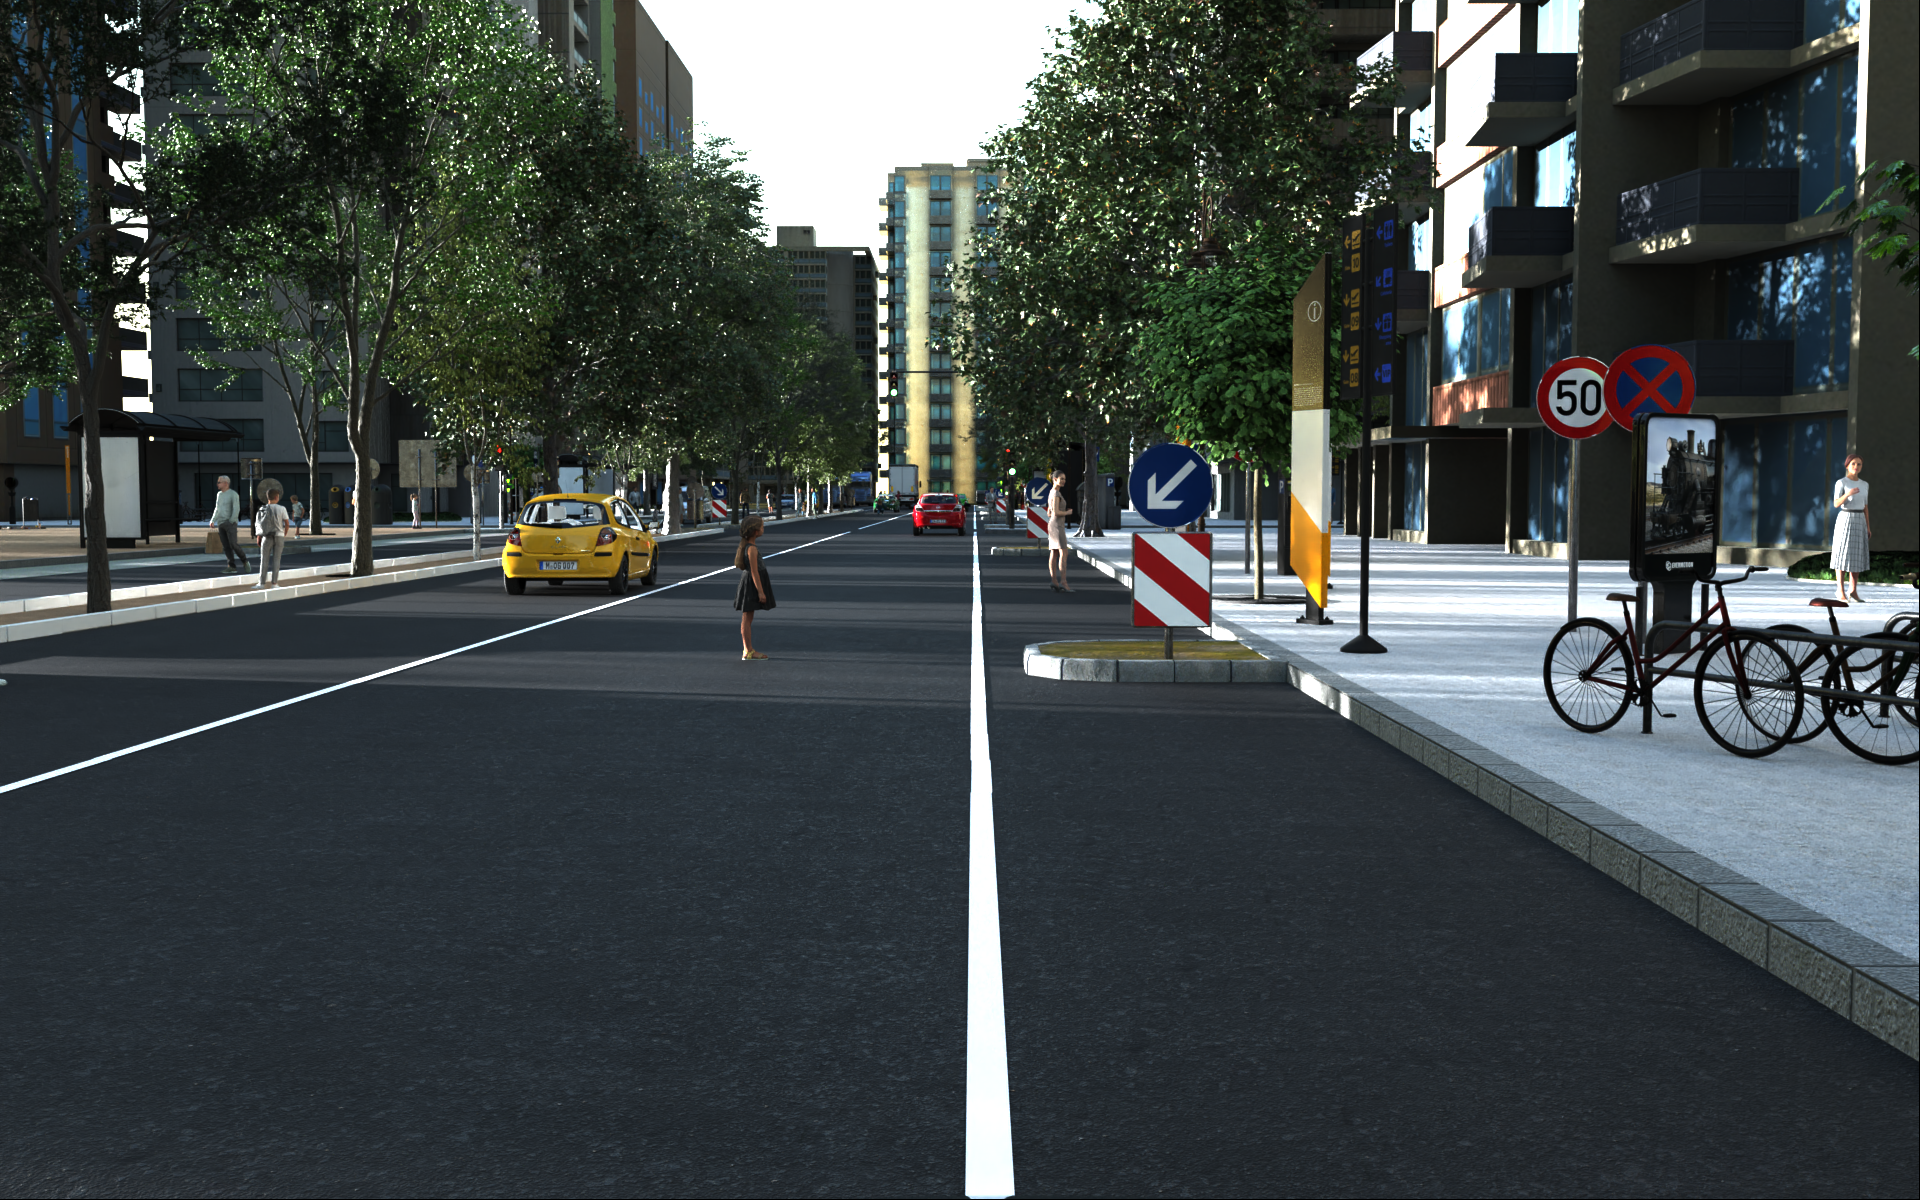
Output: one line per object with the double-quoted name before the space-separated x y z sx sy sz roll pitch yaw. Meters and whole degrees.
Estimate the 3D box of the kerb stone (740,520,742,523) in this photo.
"kerb stone" -10.835 -3.938 86.580 0.120 0.150 1.000 0 4 0

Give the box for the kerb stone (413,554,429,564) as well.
"kerb stone" -11.250 -0.827 35.799 0.120 0.150 1.000 0 4 0

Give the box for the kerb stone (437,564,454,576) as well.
"kerb stone" -9.189 -0.514 30.606 0.120 0.150 1.000 0 4 0

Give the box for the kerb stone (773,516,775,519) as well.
"kerb stone" -10.739 -4.627 97.850 0.120 0.150 1.000 0 4 0

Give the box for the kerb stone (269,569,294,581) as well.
"kerb stone" -11.304 -0.394 28.636 0.120 0.150 1.000 0 4 0

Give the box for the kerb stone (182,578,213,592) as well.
"kerb stone" -11.334 -0.204 25.555 0.120 0.150 1.000 0 4 0

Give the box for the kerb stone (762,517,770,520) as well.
"kerb stone" -10.753 -4.502 95.806 0.120 0.150 1.000 0 4 0

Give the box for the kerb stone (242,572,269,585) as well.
"kerb stone" -11.317 -0.329 27.614 0.120 0.150 1.000 0 4 0

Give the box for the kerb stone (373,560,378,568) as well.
"kerb stone" -11.271 -0.644 32.726 0.120 0.150 1.000 0 4 0

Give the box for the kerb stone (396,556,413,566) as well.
"kerb stone" -11.259 -0.767 34.777 0.120 0.150 1.000 0 4 0

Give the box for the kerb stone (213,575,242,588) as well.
"kerb stone" -11.326 -0.268 26.582 0.120 0.150 1.000 0 4 0

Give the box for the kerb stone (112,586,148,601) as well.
"kerb stone" -11.351 -0.072 23.500 0.120 0.150 1.000 0 4 0

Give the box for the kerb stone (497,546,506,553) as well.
"kerb stone" -11.196 -1.208 41.939 0.120 0.150 1.000 0 4 0

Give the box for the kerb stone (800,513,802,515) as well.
"kerb stone" -10.609 -5.565 113.225 0.120 0.150 1.000 0 4 0

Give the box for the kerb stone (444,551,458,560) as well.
"kerb stone" -11.231 -0.957 37.842 0.120 0.150 1.000 0 4 0

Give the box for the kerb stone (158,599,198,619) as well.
"kerb stone" -9.279 0.111 20.374 0.120 0.150 1.000 0 4 0

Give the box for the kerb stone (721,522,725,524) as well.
"kerb stone" -10.895 -3.435 78.365 0.120 0.150 1.000 0 4 0

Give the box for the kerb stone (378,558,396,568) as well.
"kerb stone" -11.273 -0.707 33.748 0.120 0.150 1.000 0 4 0

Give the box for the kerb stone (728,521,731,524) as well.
"kerb stone" -10.876 -3.561 80.411 0.120 0.150 1.000 0 4 0

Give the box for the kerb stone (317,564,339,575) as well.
"kerb stone" -11.290 -0.519 30.682 0.120 0.150 1.000 0 4 0

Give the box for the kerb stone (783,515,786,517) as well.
"kerb stone" -10.687 -5.003 104.008 0.120 0.150 1.000 0 4 0

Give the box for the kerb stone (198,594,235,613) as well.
"kerb stone" -9.265 0.048 21.404 0.120 0.150 1.000 0 4 0

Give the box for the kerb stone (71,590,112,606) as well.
"kerb stone" -11.355 -0.016 22.478 0.120 0.150 1.000 0 4 0

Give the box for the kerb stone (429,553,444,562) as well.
"kerb stone" -11.243 -0.894 36.820 0.120 0.150 1.000 0 4 0

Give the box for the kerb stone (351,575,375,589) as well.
"kerb stone" -9.225 -0.264 26.518 0.120 0.150 1.000 0 4 0

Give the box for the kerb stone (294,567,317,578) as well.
"kerb stone" -11.300 -0.456 29.657 0.120 0.150 1.000 0 4 0

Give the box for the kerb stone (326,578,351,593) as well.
"kerb stone" -9.237 -0.202 25.495 0.120 0.150 1.000 0 4 0

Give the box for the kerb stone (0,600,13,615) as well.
"kerb stone" -11.381 0.108 20.429 0.120 0.150 1.000 0 4 0

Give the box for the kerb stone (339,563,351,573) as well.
"kerb stone" -11.280 -0.582 31.704 0.120 0.150 1.000 0 4 0

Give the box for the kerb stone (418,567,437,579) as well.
"kerb stone" -9.199 -0.446 29.584 0.120 0.150 1.000 0 4 0

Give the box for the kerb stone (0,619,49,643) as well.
"kerb stone" -9.294 0.299 17.309 0.120 0.150 1.000 0 4 0

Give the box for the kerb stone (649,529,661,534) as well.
"kerb stone" -11.026 -2.462 62.452 0.120 0.150 1.000 0 4 0

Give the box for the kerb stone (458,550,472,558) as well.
"kerb stone" -11.224 -1.019 38.864 0.120 0.150 1.000 0 4 0

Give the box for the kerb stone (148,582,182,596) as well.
"kerb stone" -11.342 -0.138 24.526 0.120 0.150 1.000 0 4 0

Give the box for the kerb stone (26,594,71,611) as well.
"kerb stone" -11.367 0.045 21.456 0.120 0.150 1.000 0 4 0

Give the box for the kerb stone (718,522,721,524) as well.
"kerb stone" -10.906 -3.372 77.340 0.120 0.150 1.000 0 4 0

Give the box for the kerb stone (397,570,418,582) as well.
"kerb stone" -9.206 -0.389 28.562 0.120 0.150 1.000 0 4 0

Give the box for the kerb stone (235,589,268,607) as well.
"kerb stone" -9.255 -0.013 22.426 0.120 0.150 1.000 0 4 0

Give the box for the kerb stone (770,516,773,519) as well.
"kerb stone" -10.740 -4.565 96.828 0.120 0.150 1.000 0 4 0

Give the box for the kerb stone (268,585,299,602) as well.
"kerb stone" -9.246 -0.077 23.448 0.120 0.150 1.000 0 4 0

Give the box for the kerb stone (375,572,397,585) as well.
"kerb stone" -9.216 -0.327 27.540 0.120 0.150 1.000 0 4 0

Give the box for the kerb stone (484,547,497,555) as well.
"kerb stone" -11.206 -1.141 40.918 0.120 0.150 1.000 0 4 0

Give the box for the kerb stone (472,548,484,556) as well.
"kerb stone" -11.218 -1.078 39.896 0.120 0.150 1.000 0 4 0

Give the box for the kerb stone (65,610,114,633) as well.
"kerb stone" -9.296 0.237 18.331 0.120 0.150 1.000 0 4 0

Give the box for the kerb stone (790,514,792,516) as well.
"kerb stone" -10.654 -5.191 107.074 0.120 0.150 1.000 0 4 0

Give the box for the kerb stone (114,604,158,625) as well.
"kerb stone" -9.285 0.176 19.353 0.120 0.150 1.000 0 4 0

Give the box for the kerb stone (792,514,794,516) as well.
"kerb stone" -10.652 -5.254 108.097 0.120 0.150 1.000 0 4 0

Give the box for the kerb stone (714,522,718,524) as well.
"kerb stone" -10.913 -3.308 76.317 0.120 0.150 1.000 0 4 0

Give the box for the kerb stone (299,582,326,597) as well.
"kerb stone" -9.243 -0.139 24.473 0.120 0.150 1.000 0 4 0

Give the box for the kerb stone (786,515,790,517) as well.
"kerb stone" -10.663 -5.129 106.052 0.120 0.150 1.000 0 4 0

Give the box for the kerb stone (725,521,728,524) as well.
"kerb stone" -10.888 -3.491 79.387 0.120 0.150 1.000 0 4 0
